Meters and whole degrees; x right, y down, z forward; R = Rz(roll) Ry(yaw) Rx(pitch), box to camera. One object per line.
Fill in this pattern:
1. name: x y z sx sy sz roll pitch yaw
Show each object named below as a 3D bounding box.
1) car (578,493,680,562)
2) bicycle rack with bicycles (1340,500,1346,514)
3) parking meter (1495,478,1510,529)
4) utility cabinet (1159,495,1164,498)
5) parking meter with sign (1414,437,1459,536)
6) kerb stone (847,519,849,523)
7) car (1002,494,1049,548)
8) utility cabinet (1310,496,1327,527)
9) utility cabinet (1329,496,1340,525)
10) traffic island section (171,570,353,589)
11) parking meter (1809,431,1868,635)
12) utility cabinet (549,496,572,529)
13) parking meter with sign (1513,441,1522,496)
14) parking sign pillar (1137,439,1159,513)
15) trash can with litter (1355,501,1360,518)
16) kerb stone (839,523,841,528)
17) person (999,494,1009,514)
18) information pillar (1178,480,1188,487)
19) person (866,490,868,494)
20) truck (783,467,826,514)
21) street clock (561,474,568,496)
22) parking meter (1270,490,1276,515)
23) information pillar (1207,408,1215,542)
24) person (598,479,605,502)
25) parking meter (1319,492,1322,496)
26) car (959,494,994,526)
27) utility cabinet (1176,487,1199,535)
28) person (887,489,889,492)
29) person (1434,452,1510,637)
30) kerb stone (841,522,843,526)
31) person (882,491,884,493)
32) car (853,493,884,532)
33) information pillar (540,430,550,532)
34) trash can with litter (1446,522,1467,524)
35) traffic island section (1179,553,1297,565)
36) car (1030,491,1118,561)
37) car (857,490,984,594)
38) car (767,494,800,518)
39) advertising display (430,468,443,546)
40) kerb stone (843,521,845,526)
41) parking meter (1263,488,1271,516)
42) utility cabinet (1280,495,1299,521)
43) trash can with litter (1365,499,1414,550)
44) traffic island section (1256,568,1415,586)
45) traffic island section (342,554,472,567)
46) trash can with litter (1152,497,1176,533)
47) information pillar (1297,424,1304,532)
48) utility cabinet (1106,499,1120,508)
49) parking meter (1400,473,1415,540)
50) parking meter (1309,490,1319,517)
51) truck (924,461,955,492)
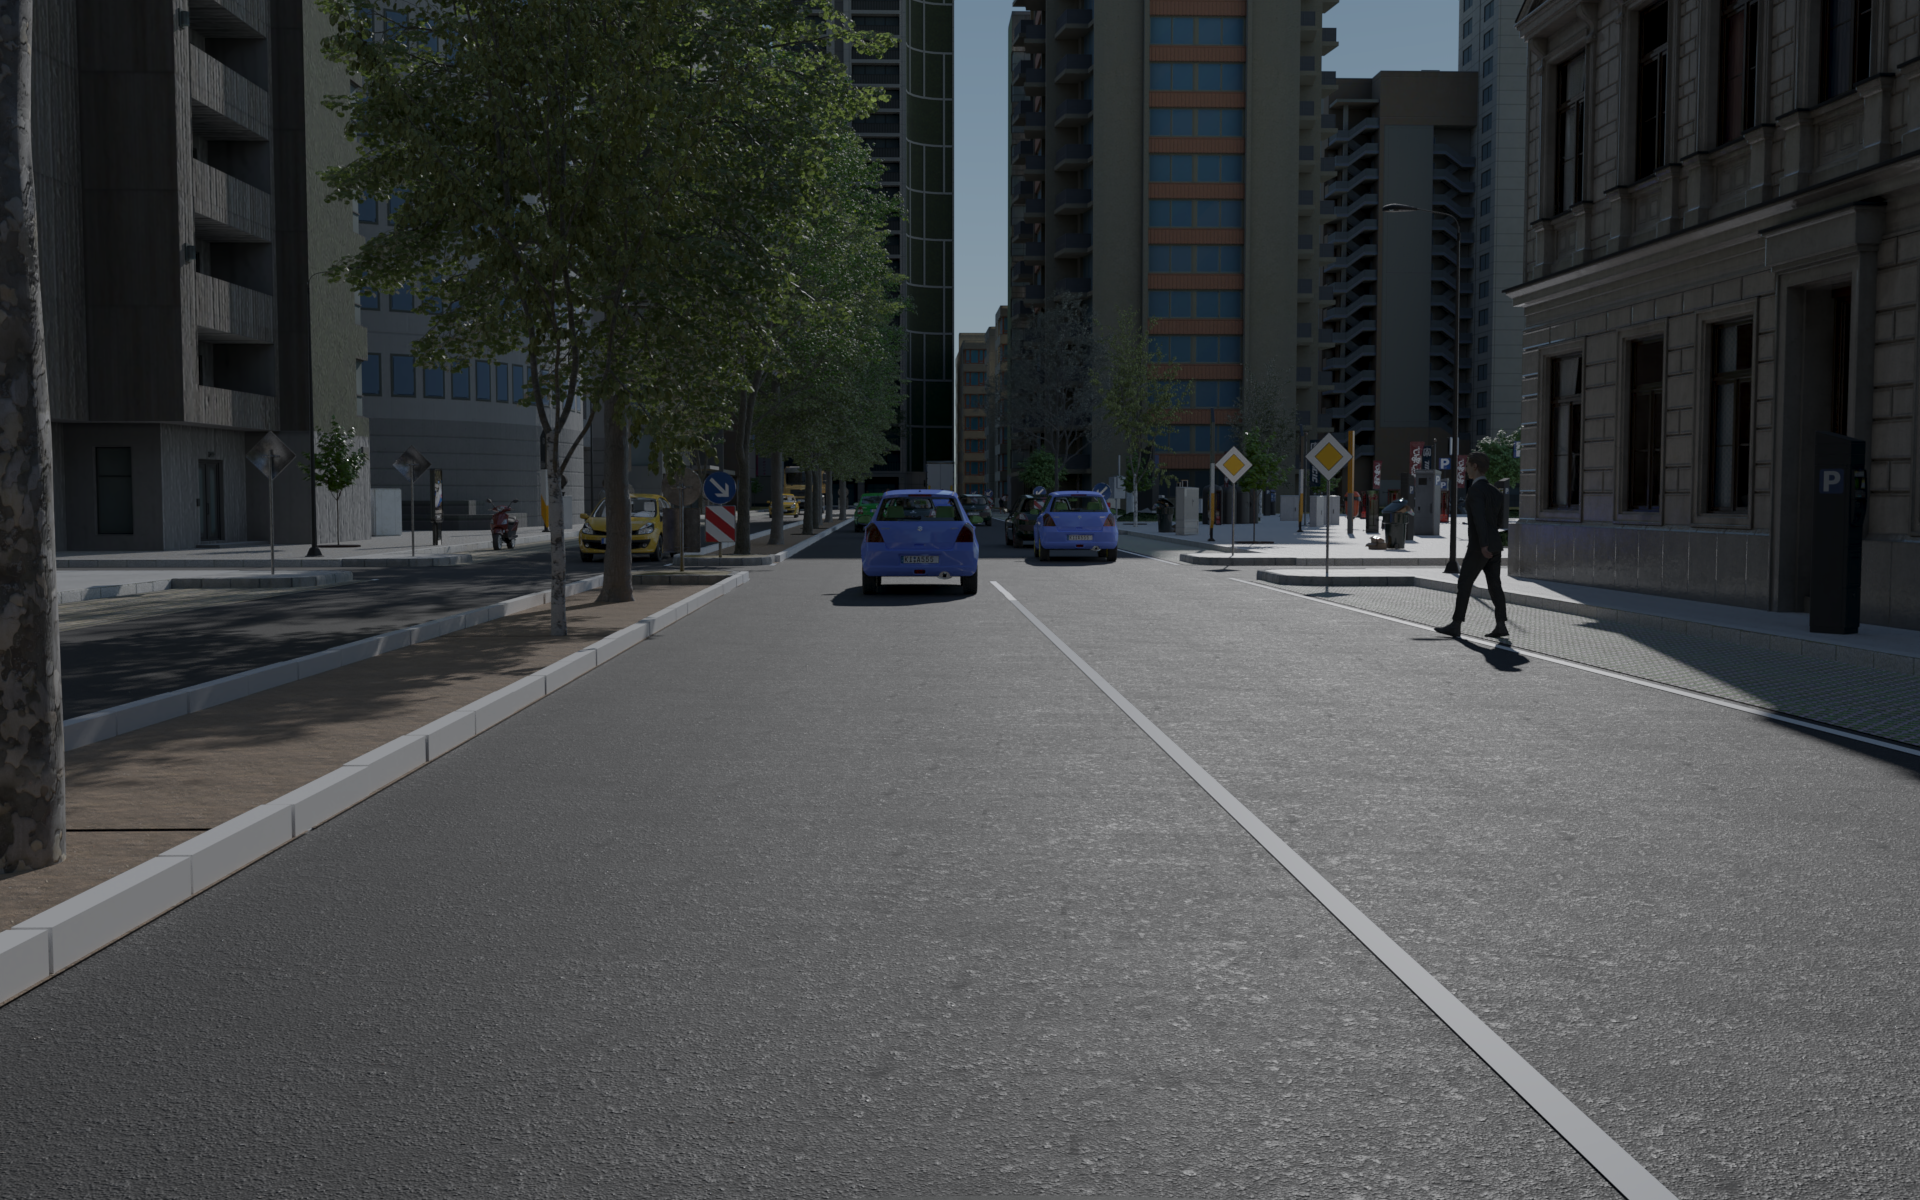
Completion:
1. car: -7.210 -1.699 38.002 2.015 1.641 3.980 0 4 0
2. bicycle rack with bicycles: 23.852 -5.911 110.023 2.925 0.926 2.852 -3 4 -39
3. parking meter: 20.013 -3.551 63.770 0.399 1.863 0.255 -3 4 -37
4. utility cabinet: 10.637 -5.095 94.471 1.020 1.237 0.306 2 4 35
5. parking meter with sign: 14.538 -3.519 53.802 1.738 3.016 0.543 3 5 44
6. kerb stone: -5.403 -3.597 81.005 0.120 0.150 1.000 0 4 -2
7. car: 2.197 -2.300 47.392 2.009 1.686 4.222 0 4 -3
8. utility cabinet: 13.987 -3.469 67.878 0.306 1.237 1.020 2 4 27
9. utility cabinet: 15.464 -3.772 72.830 1.020 1.237 0.306 -1 4 -20
10. traffic island section: -10.983 -0.327 27.630 2.009 0.180 2.903 0 4 -2
11. parking meter: 8.076 -0.624 15.920 0.255 1.863 0.399 -2 4 -35
12. utility cabinet: -14.653 -3.202 63.518 0.306 1.237 1.020 2 4 26
13. parking meter with sign: 18.521 -3.674 56.328 0.543 3.016 1.738 0 4 -1
14. parking sign pillar: 9.325 -5.973 86.124 1.447 3.967 1.447 -2 4 -33
15. trash can with litter: 21.475 -5.002 93.164 0.624 1.170 1.055 -3 5 -41
16. kerb stone: -5.036 -2.969 70.733 0.120 0.150 1.000 0 4 -2
17. person: 3.167 -6.886 124.271 0.799 1.438 0.628 0 4 7
18. information pillar: 11.758 -5.281 90.830 0.304 2.012 0.304 0 4 -7
19. person: -9.947 -10.866 186.182 1.348 1.821 0.705 1 4 15
20. truck: -11.215 -7.892 124.962 3.469 3.379 9.791 0 4 -2
21. street clock: -14.221 -3.492 61.666 0.471 2.002 0.358 0 4 4
22. parking meter: 18.926 -5.896 104.804 0.372 1.533 0.369 0 3 0
23. information pillar: 6.815 -3.391 46.802 0.183 3.616 0.504 0 4 4
24. person: -8.567 -2.051 42.135 0.767 1.812 0.694 0 4 -5
25. parking meter: 22.385 -6.241 107.755 0.255 1.863 0.399 2 4 23
26. car: 0.555 -4.203 78.505 2.009 1.686 4.222 0 4 -1
27. utility cabinet: 7.102 -2.774 54.034 0.318 1.500 1.173 2 4 30
28. person: -5.928 -8.107 140.911 0.709 1.838 0.599 3 4 36
29. person: 5.129 -0.550 17.264 0.659 1.850 0.755 -3 5 -42
30. kerb stone: -5.114 -3.094 72.777 0.120 0.150 1.000 0 4 -2
31. person: -7.991 -10.376 178.860 1.217 1.743 0.721 -1 4 -19
32. car: -3.117 -3.518 66.309 1.959 1.807 4.718 0 4 -2
33. information pillar: -13.994 -4.097 58.337 0.183 3.616 0.504 -2 4 -34
34. trash can with litter: 21.856 -3.858 74.136 2.233 1.210 1.678 0 4 1
35. traffic island section: 5.720 -0.851 36.197 2.009 0.180 2.903 0 4 -2
36. car: 2.519 -1.753 38.248 1.945 1.707 3.694 0 4 0
37. car: -0.598 -1.010 26.101 1.945 1.707 3.694 0 4 -1
38. car: -10.659 -5.789 104.879 2.015 1.641 3.980 0 4 -3
39. advertising display: -13.124 -2.338 43.435 0.123 1.923 0.974 0 4 -6
40. kerb stone: -5.221 -3.281 75.860 0.120 0.150 1.000 0 4 -2
41. parking meter: 18.083 -5.889 101.998 0.399 1.863 0.255 -1 4 -22
42. utility cabinet: 15.781 -4.366 82.550 1.020 1.237 0.306 1 4 8
43. trash can with litter: 9.936 -1.755 40.084 1.055 1.170 0.624 -2 4 -31
44. traffic island section: 5.999 -0.363 28.217 2.009 0.180 2.903 0 4 -2
45. traffic island section: -11.262 -0.815 35.610 2.009 0.180 2.903 0 4 -2
46. trash can with litter: 6.968 -2.835 57.746 1.055 1.170 0.624 -3 5 -40
47. information pillar: 11.444 -4.083 58.113 0.183 3.616 0.504 0 4 4
48. utility cabinet: 9.613 -6.158 109.369 1.173 1.500 0.318 -3 5 -41
49. parking meter: 12.433 -2.595 48.135 0.255 1.863 0.399 3 5 44
50. parking meter: 19.424 -5.481 95.330 0.255 1.863 0.399 2 4 35
51. truck: -1.801 -10.054 153.301 2.839 4.237 11.283 0 4 -1
